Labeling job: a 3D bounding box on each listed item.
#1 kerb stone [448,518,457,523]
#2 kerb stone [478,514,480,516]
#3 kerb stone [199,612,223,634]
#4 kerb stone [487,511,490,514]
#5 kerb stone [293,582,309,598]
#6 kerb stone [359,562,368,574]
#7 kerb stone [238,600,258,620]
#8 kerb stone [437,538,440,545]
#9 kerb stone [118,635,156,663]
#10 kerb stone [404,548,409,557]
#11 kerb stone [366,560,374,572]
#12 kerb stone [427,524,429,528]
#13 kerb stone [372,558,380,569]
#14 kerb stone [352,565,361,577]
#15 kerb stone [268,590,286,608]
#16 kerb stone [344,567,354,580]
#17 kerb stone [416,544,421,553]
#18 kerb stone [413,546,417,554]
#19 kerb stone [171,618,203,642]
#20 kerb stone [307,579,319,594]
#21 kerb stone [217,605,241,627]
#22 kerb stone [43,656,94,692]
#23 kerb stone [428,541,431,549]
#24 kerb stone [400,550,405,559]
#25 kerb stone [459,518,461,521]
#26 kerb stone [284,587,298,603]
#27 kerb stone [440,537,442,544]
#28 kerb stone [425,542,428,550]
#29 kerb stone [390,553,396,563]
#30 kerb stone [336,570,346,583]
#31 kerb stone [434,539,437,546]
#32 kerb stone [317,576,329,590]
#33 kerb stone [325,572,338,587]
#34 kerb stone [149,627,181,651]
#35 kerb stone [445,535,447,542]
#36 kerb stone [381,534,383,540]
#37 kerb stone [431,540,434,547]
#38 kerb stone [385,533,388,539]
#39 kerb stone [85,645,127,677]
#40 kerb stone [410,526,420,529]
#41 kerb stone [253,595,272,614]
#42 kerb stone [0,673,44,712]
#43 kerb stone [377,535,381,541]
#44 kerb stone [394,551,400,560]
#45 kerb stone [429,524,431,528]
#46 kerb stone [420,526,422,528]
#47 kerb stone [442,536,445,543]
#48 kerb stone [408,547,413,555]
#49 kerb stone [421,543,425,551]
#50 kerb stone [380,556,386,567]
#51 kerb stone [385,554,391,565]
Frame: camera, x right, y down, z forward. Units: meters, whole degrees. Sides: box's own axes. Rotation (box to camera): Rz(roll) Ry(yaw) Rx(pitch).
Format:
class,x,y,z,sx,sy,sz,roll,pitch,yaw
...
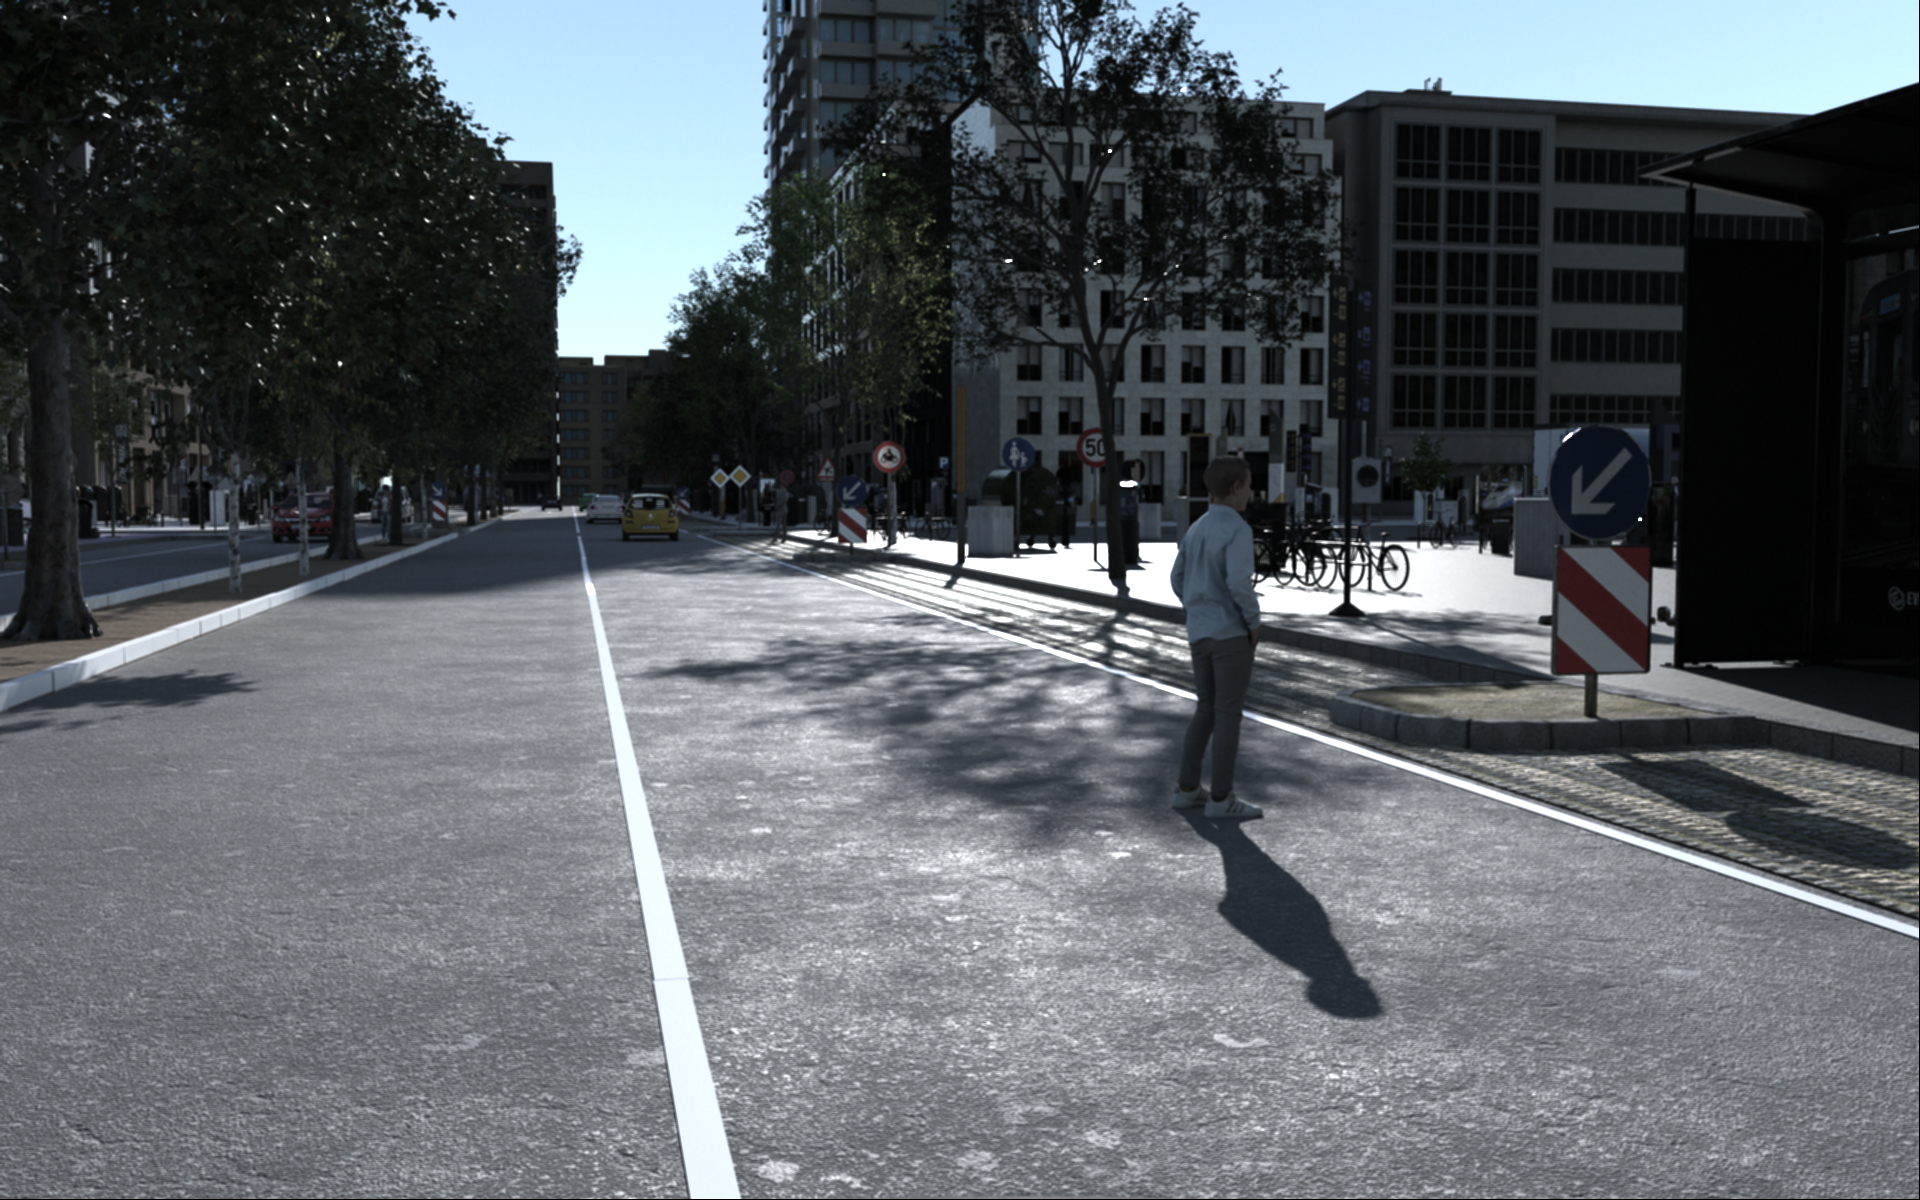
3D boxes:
class,x,y,z,sx,sy,sz,roll,pitch,yaw
kerb stone,-25.533,-3.970,87.108,0.120,0.150,1.000,-1,4,-13
kerb stone,-32.061,-5.742,116.115,0.120,0.150,1.000,-1,4,-13
kerb stone,-7.852,0.256,18.012,0.120,0.150,1.000,-1,4,-13
kerb stone,-34.982,-6.540,129.122,0.120,0.150,1.000,-1,4,-13
kerb stone,-9.194,-0.107,24.007,0.120,0.150,1.000,-1,4,-13
kerb stone,-10.774,-0.539,31.003,0.120,0.150,1.000,-1,4,-13
kerb stone,-8.294,0.134,20.007,0.120,0.150,1.000,-1,4,-13
kerb stone,-14.595,-1.578,48.020,0.120,0.150,1.000,-1,4,-13
kerb stone,-7.176,0.441,15.008,0.120,0.150,1.000,-1,4,-13
kerb stone,-12.572,-1.024,39.016,0.120,0.150,1.000,-1,4,-13
kerb stone,-10.993,-0.595,32.003,0.120,0.150,1.000,-1,4,-13
kerb stone,-21.707,-2.929,70.082,0.120,0.150,1.000,-1,4,-13
kerb stone,-11.224,-0.661,33.013,0.120,0.150,1.000,-1,4,-13
kerb stone,-10.543,-0.476,30.007,0.120,0.150,1.000,-1,4,-13
kerb stone,-8.746,0.011,22.012,0.120,0.150,1.000,-1,4,-13
kerb stone,-10.316,-0.417,29.007,0.120,0.150,1.000,-1,4,-13
kerb stone,-13.242,-1.212,42.015,0.120,0.150,1.000,-1,4,-13
kerb stone,-13.017,-1.150,41.013,0.120,0.150,1.000,-1,4,-13
kerb stone,-7.632,0.317,17.010,0.120,0.150,1.000,-1,4,-13
kerb stone,-9.425,-0.172,25.002,0.120,0.150,1.000,-1,4,-13
kerb stone,-8.073,0.195,19.009,0.120,0.150,1.000,-1,4,-13
kerb stone,-6.722,0.562,13.007,0.120,0.150,1.000,-1,4,-13
kerb stone,-13.919,-1.396,45.014,0.120,0.150,1.000,-1,4,-13
kerb stone,-12.354,-0.967,38.009,0.120,0.150,1.000,-1,4,-13
kerb stone,-26.213,-4.154,90.112,0.120,0.150,1.000,-1,4,-13
kerb stone,-8.971,-0.040,23.010,0.120,0.150,1.000,-1,4,-13
kerb stone,-14.825,-1.641,49.026,0.120,0.150,1.000,-1,4,-13
kerb stone,-13.688,-1.327,44.010,0.120,0.150,1.000,-1,4,-13
kerb stone,-11.902,-0.844,36.007,0.120,0.150,1.000,-1,4,-13
kerb stone,-10.102,-0.354,28.005,0.120,0.150,1.000,-1,4,-13
kerb stone,-14.374,-1.518,47.019,0.120,0.150,1.000,-1,4,-13
kerb stone,-9.648,-0.227,26.000,0.120,0.150,1.000,-1,4,-13
kerb stone,-9.872,-0.294,27.009,0.120,0.150,1.000,-1,4,-13
kerb stone,-7.404,0.384,16.007,0.120,0.150,1.000,-1,4,-13
kerb stone,-15.279,-1.761,51.025,0.120,0.150,1.000,-1,4,-13
kerb stone,-17.988,-1.916,53.539,0.120,0.150,1.000,-1,4,-13
kerb stone,-14.150,-1.457,46.022,0.120,0.150,1.000,-1,4,-13
kerb stone,-18.216,-1.978,54.536,0.120,0.150,1.000,-1,4,-13
kerb stone,-6.950,0.502,14.004,0.120,0.150,1.000,-1,4,-13
kerb stone,-20.812,-2.684,66.078,0.120,0.150,1.000,-1,4,-13
kerb stone,-8.523,0.073,21.006,0.120,0.150,1.000,-1,4,-13
kerb stone,-6.505,0.626,12.009,0.120,0.150,1.000,-1,4,-13
kerb stone,-17.762,-1.856,52.543,0.120,0.150,1.000,-1,4,-13
kerb stone,-12.125,-0.905,37.014,0.120,0.150,1.000,-1,4,-13
kerb stone,-21.930,-2.987,71.086,0.120,0.150,1.000,-1,4,-13
kerb stone,-21.259,-2.805,68.073,0.120,0.150,1.000,-1,4,-13
kerb stone,-15.052,-1.697,50.023,0.120,0.150,1.000,-1,4,-13
kerb stone,-12.797,-1.090,40.013,0.120,0.150,1.000,-1,4,-13
kerb stone,-13.466,-1.269,43.013,0.120,0.150,1.000,-1,4,-13
kerb stone,-11.444,-0.722,34.015,0.120,0.150,1.000,-1,4,-13
kerb stone,-11.666,-0.784,35.013,0.120,0.150,1.000,-1,4,-13
